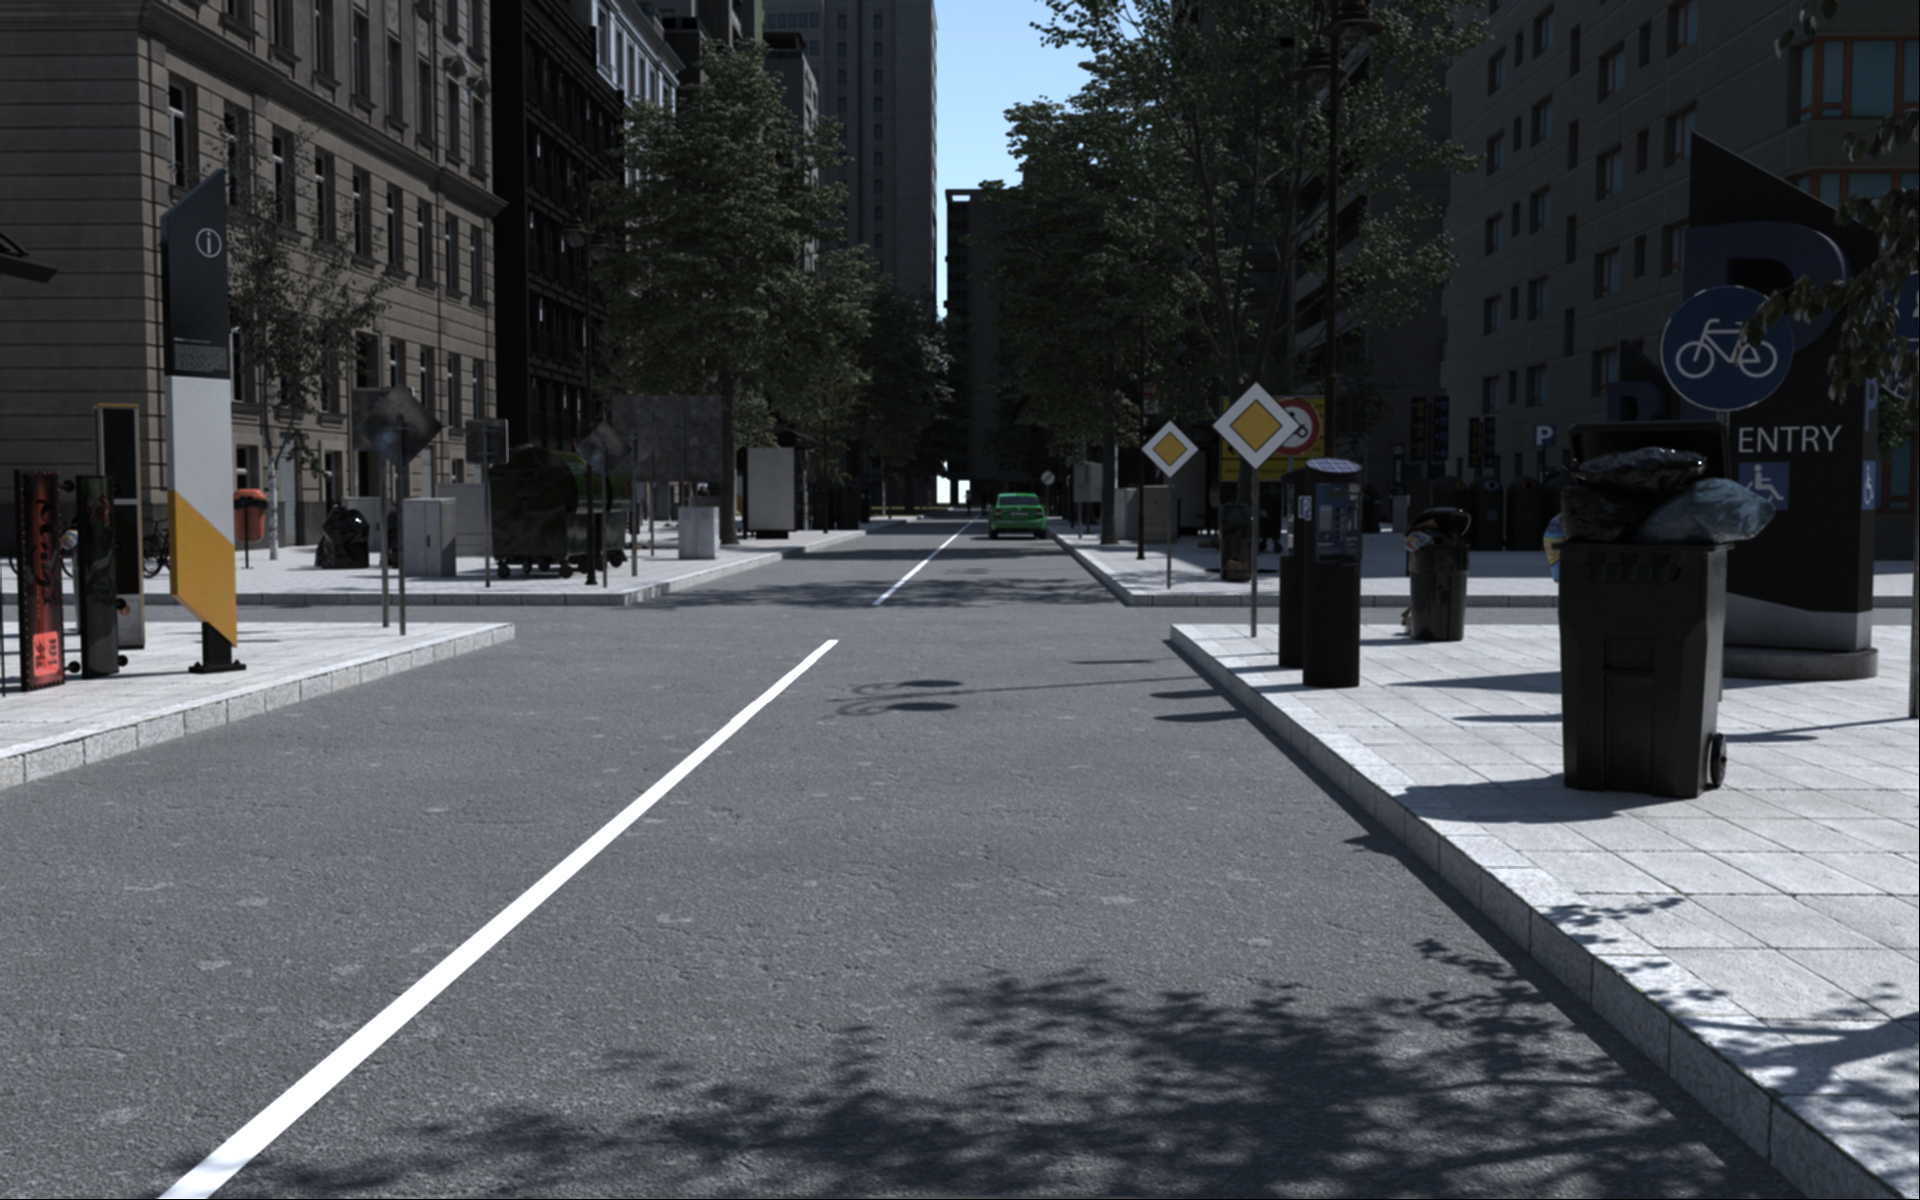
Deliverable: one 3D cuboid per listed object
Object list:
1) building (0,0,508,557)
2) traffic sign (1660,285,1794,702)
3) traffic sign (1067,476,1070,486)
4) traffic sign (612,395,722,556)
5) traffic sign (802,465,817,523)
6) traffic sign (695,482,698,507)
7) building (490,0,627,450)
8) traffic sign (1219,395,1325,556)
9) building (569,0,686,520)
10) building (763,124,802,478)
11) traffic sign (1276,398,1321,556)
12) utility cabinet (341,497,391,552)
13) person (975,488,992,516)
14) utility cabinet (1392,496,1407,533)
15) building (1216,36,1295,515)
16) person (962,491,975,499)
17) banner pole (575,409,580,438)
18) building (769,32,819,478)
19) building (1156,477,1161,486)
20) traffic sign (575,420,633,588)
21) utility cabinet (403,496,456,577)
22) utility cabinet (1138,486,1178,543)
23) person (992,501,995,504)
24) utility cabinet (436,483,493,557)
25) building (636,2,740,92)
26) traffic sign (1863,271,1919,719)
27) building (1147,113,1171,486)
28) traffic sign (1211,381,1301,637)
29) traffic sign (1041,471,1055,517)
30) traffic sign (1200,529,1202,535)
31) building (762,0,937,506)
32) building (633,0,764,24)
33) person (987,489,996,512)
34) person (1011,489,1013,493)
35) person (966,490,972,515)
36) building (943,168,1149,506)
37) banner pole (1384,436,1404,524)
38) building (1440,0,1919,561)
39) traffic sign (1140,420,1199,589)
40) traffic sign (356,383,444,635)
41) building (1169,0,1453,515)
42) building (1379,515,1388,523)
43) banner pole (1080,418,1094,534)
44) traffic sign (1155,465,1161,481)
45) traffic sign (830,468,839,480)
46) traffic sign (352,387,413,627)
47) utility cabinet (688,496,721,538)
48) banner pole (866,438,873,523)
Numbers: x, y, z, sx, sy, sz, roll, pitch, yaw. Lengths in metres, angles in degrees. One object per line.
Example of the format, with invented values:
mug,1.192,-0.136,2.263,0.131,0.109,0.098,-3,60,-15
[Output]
building,-21.678,-15.245,46.522,12.463,27.353,25.104,0,4,1
traffic sign,4.678,-0.645,10.654,0.768,2.556,0.104,1,4,10
traffic sign,6.096,-5.697,95.270,0.606,2.300,0.079,0,4,5
traffic sign,-6.026,-2.555,35.643,2.265,3.308,0.079,0,4,2
traffic sign,-6.521,-4.625,75.731,0.768,2.556,0.104,1,4,9
traffic sign,-5.498,-2.083,36.179,0.606,2.300,0.079,1,4,11
building,-20.785,-14.520,67.086,12.332,23.373,15.834,0,4,1
traffic sign,6.510,-2.568,35.855,2.265,3.308,0.079,0,4,3
building,-21.828,-18.291,84.958,13.634,28.700,20.117,0,4,1
building,-20.150,-22.202,134.699,14.160,30.474,14.107,0,4,1
traffic sign,4.402,-1.405,23.072,0.768,2.556,0.104,0,4,5
utility cabinet,-13.182,-1.672,38.492,1.020,1.237,0.306,-3,5,-44
person,1.588,-6.538,115.403,1.348,1.822,0.705,2,4,32
utility cabinet,14.790,-2.811,57.129,1.020,1.237,0.306,3,4,39
building,23.656,-20.892,113.283,14.160,30.474,14.107,0,4,1
person,0.874,-10.205,175.349,1.348,1.824,0.705,-1,4,-18
banner pole,-11.222,-3.728,50.964,0.401,3.779,0.863,-1,4,-14
building,-20.107,-28.934,156.672,14.086,41.232,14.154,0,4,1
building,28.429,-43.582,150.818,20.563,71.187,20.611,0,4,1
traffic sign,-4.859,-1.224,23.660,0.795,2.450,0.064,0,4,1
utility cabinet,-8.304,-0.972,27.047,1.020,1.237,0.306,3,4,37
utility cabinet,5.165,-2.242,45.336,0.318,1.500,1.173,-3,4,-38
person,2.711,-6.553,118.899,1.065,1.426,0.557,0,4,1
utility cabinet,-10.015,-1.621,35.187,1.173,1.500,0.318,-2,4,-26
building,-21.360,-20.454,106.127,14.160,30.474,14.107,0,4,1
traffic sign,5.485,-0.596,9.852,0.768,2.556,0.104,0,4,7
building,29.055,-33.583,199.187,14.200,45.320,14.600,0,4,1
traffic sign,2.630,-0.723,15.463,0.795,2.450,0.064,0,4,1
traffic sign,4.857,-5.848,95.721,0.768,2.556,0.104,0,4,8
traffic sign,7.582,-3.328,54.415,0.884,2.594,0.081,0,4,2
building,-16.853,-40.433,203.073,28.212,58.520,21.231,0,4,1
building,-21.390,-26.690,119.978,14.154,41.232,14.086,0,4,1
person,2.498,-7.921,138.035,0.705,1.821,1.348,3,4,37
person,3.835,-7.336,128.444,1.348,1.824,0.705,-2,4,-24
person,0.522,-6.595,117.259,0.436,1.711,0.756,2,4,34
building,10.180,-31.586,208.308,23.993,40.220,32.217,0,4,1
banner pole,18.788,-5.191,74.884,0.863,3.779,0.401,2,4,27
building,30.937,-12.305,46.224,28.899,21.520,27.650,0,4,1
traffic sign,2.832,-1.211,23.445,0.795,2.450,0.064,0,4,1
traffic sign,-5.061,-0.736,15.677,0.795,2.450,0.064,0,4,1
building,27.493,-30.994,130.461,21.300,48.544,21.600,0,4,1
building,29.170,-28.304,86.473,21.300,48.544,21.600,0,4,1
banner pole,4.019,-4.006,55.521,0.401,3.779,0.863,2,4,29
traffic sign,7.459,-4.093,67.020,0.768,2.556,0.104,1,4,9
traffic sign,-5.714,-4.679,77.679,0.795,2.450,0.064,0,4,7
traffic sign,-5.534,-0.887,16.636,0.606,2.300,0.079,0,4,5
utility cabinet,-7.412,-2.408,50.525,1.020,1.237,0.306,-3,4,-36
banner pole,-4.039,-5.349,77.467,0.401,3.779,0.863,1,4,20
